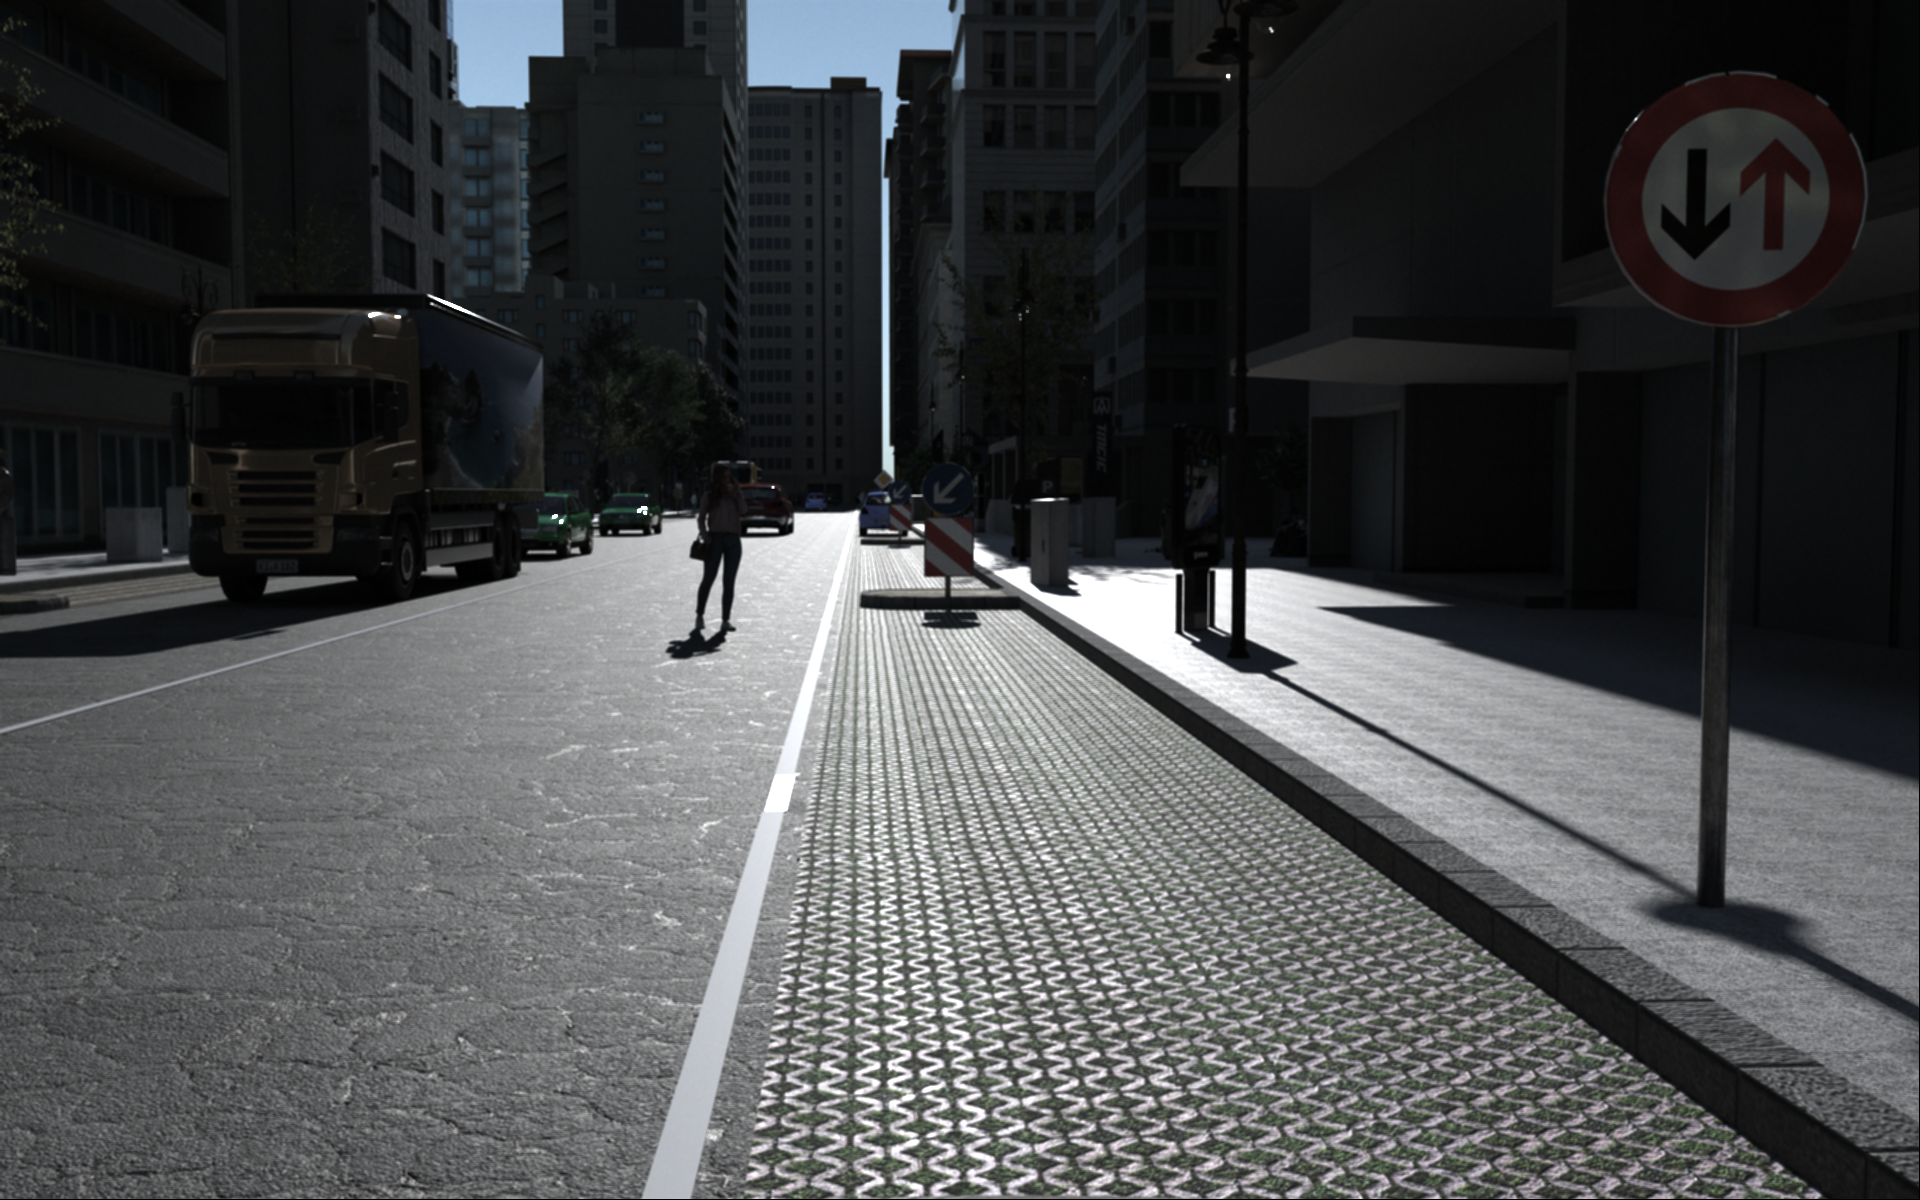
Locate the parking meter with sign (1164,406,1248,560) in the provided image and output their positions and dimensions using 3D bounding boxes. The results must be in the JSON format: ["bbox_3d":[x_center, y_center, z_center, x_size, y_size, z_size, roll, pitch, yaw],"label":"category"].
[{"bbox_3d":[4.799,-2.303,33.907,1.738,3.016,0.543,-2,4,-34],"label":"parking meter with sign"}]

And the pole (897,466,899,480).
[{"bbox_3d":[-4.444,-7.968,124.114,0.158,3.312,0.155,0,3,0],"label":"pole"}]

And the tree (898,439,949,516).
[{"bbox_3d":[-1.840,-7.186,101.206,4.285,4.588,4.351,0,3,0],"label":"tree"}]

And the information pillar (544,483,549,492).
[{"bbox_3d":[-27.303,-6.717,114.320,0.304,2.012,0.304,-1,4,-21],"label":"information pillar"}]

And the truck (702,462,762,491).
[{"bbox_3d":[-13.725,-6.735,106.035,3.469,3.379,9.791,0,4,-4],"label":"truck"}]

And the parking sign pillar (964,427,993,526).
[{"bbox_3d":[0.819,-4.950,69.401,1.447,3.967,1.447,2,4,27],"label":"parking sign pillar"}]

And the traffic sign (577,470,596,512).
[{"bbox_3d":[-15.263,-4.110,70.839,0.795,2.450,0.064,0,4,-3],"label":"traffic sign"}]

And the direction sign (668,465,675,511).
[{"bbox_3d":[-22.468,-8.743,134.944,0.876,3.537,0.379,3,5,40],"label":"direction sign"}]

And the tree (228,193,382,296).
[{"bbox_3d":[-16.382,-5.686,43.322,4.737,8.622,4.395,0,3,0],"label":"tree"}]

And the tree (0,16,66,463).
[{"bbox_3d":[-14.935,-4.570,25.076,4.360,8.622,3.978,0,3,0],"label":"tree"}]

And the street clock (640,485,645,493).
[{"bbox_3d":[-25.428,-8.193,138.518,0.471,2.002,0.358,1,4,16],"label":"street clock"}]

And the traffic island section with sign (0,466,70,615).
[{"bbox_3d":[-12.112,-0.764,21.121,1.989,1.847,2.006,0,4,-3],"label":"traffic island section with sign"}]

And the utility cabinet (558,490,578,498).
[{"bbox_3d":[-24.115,-5.990,106.618,1.173,1.500,0.318,0,4,4],"label":"utility cabinet"}]

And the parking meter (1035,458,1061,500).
[{"bbox_3d":[1.416,-1.357,27.904,0.399,1.863,0.255,1,4,12],"label":"parking meter"}]

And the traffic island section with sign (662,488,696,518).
[{"bbox_3d":[-16.819,-5.800,103.454,1.989,1.847,2.006,0,4,-3],"label":"traffic island section with sign"}]

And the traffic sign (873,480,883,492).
[{"bbox_3d":[-3.593,-4.639,79.482,0.795,2.450,0.064,0,4,-3],"label":"traffic sign"}]

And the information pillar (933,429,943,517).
[{"bbox_3d":[-0.777,-4.353,62.527,0.183,3.616,0.504,-3,5,-42],"label":"information pillar"}]

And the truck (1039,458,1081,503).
[{"bbox_3d":[7.417,-4.894,75.934,9.791,3.379,3.469,0,4,-2],"label":"truck"}]

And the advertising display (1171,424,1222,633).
[{"bbox_3d":[2.228,-0.678,16.302,0.123,1.923,0.974,2,4,29],"label":"advertising display"}]

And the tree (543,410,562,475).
[{"bbox_3d":[-34.133,-11.546,139.133,4.360,8.622,3.978,0,3,0],"label":"tree"}]

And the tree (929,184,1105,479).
[{"bbox_3d":[1.547,-5.505,40.369,4.737,8.622,4.395,0,3,0],"label":"tree"}]

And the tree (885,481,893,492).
[{"bbox_3d":[-8.730,-13.007,207.259,1.663,3.219,1.824,0,3,0],"label":"tree"}]

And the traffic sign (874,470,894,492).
[{"bbox_3d":[-3.137,-4.151,71.510,0.795,2.450,0.064,0,4,-3],"label":"traffic sign"}]

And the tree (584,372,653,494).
[{"bbox_3d":[-20.102,-9.275,102.015,4.360,8.622,3.978,0,3,0],"label":"tree"}]

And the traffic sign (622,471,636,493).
[{"bbox_3d":[-18.438,-5.896,96.503,0.768,2.556,0.104,0,4,1],"label":"traffic sign"}]

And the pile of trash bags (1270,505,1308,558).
[{"bbox_3d":[8.111,-1.600,35.918,3.447,1.369,1.912,-3,5,-41],"label":"pile of trash bags"}]

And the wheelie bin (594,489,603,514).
[{"bbox_3d":[-23.302,-6.311,111.093,0.693,1.594,0.980,-3,5,-41],"label":"wheelie bin"}]

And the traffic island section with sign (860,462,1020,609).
[{"bbox_3d":[-0.294,-0.841,22.372,1.989,1.847,2.006,0,4,-3],"label":"traffic island section with sign"}]

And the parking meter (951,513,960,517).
[{"bbox_3d":[-0.152,-3.173,60.288,0.372,1.533,0.369,0,3,0],"label":"parking meter"}]

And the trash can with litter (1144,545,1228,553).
[{"bbox_3d":[4.807,-1.660,38.206,1.678,1.210,2.233,-1,4,-16],"label":"trash can with litter"}]

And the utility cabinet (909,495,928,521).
[{"bbox_3d":[-1.945,-4.348,82.255,0.306,1.237,1.020,3,5,42],"label":"utility cabinet"}]

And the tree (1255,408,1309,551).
[{"bbox_3d":[7.449,-2.721,39.088,1.663,3.219,1.824,0,3,0],"label":"tree"}]

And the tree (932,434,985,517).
[{"bbox_3d":[-0.157,-3.730,55.579,1.663,3.219,1.824,0,3,0],"label":"tree"}]

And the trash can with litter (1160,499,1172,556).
[{"bbox_3d":[4.654,-1.492,35.782,1.055,1.170,0.624,1,4,9],"label":"trash can with litter"}]

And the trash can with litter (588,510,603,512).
[{"bbox_3d":[-26.827,-7.025,125.922,2.233,1.210,1.678,-1,4,-16],"label":"trash can with litter"}]

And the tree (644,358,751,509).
[{"bbox_3d":[-22.354,-14.012,146.098,9.611,12.733,9.660,0,3,0],"label":"tree"}]

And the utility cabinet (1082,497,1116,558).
[{"bbox_3d":[2.818,-1.469,35.185,0.306,1.237,1.020,2,4,29],"label":"utility cabinet"}]

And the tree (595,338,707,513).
[{"bbox_3d":[-20.389,-11.608,115.539,9.928,11.665,9.643,0,3,0],"label":"tree"}]

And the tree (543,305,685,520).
[{"bbox_3d":[-18.075,-9.247,85.597,7.601,10.594,8.767,2,4,32],"label":"tree"}]

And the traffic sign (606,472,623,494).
[{"bbox_3d":[-15.719,-4.598,78.812,0.795,2.450,0.064,0,4,-3],"label":"traffic sign"}]

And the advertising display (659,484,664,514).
[{"bbox_3d":[-18.979,-6.419,110.164,0.123,1.923,0.974,0,4,-2],"label":"advertising display"}]

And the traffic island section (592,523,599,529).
[{"bbox_3d":[-15.742,-3.461,78.872,2.009,0.180,2.903,0,4,-3],"label":"traffic island section"}]

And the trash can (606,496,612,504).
[{"bbox_3d":[-25.763,-7.103,127.795,0.748,1.137,0.748,0,3,0],"label":"trash can"}]

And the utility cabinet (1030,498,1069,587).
[{"bbox_3d":[1.256,-0.815,24.492,0.306,1.237,1.020,-1,4,-13],"label":"utility cabinet"}]

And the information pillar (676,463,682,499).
[{"bbox_3d":[-21.425,-8.611,132.138,0.504,3.616,0.183,-2,4,-34],"label":"information pillar"}]

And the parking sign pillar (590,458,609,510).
[{"bbox_3d":[-26.979,-8.636,129.669,1.447,3.967,1.447,0,4,-7],"label":"parking sign pillar"}]

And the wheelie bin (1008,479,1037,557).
[{"bbox_3d":[1.433,-1.676,35.304,0.980,1.594,0.693,2,4,29],"label":"wheelie bin"}]

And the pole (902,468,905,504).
[{"bbox_3d":[-4.441,-8.687,135.874,0.158,3.312,0.155,0,3,0],"label":"pole"}]

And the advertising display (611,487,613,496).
[{"bbox_3d":[-30.677,-9.014,152.591,0.123,1.923,0.974,-1,4,-10],"label":"advertising display"}]

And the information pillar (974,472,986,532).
[{"bbox_3d":[0.661,-3.273,57.999,0.304,2.012,0.304,-1,4,-22],"label":"information pillar"}]

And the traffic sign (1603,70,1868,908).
[{"bbox_3d":[2.342,-0.319,5.325,0.768,2.556,0.104,0,4,6],"label":"traffic sign"}]
